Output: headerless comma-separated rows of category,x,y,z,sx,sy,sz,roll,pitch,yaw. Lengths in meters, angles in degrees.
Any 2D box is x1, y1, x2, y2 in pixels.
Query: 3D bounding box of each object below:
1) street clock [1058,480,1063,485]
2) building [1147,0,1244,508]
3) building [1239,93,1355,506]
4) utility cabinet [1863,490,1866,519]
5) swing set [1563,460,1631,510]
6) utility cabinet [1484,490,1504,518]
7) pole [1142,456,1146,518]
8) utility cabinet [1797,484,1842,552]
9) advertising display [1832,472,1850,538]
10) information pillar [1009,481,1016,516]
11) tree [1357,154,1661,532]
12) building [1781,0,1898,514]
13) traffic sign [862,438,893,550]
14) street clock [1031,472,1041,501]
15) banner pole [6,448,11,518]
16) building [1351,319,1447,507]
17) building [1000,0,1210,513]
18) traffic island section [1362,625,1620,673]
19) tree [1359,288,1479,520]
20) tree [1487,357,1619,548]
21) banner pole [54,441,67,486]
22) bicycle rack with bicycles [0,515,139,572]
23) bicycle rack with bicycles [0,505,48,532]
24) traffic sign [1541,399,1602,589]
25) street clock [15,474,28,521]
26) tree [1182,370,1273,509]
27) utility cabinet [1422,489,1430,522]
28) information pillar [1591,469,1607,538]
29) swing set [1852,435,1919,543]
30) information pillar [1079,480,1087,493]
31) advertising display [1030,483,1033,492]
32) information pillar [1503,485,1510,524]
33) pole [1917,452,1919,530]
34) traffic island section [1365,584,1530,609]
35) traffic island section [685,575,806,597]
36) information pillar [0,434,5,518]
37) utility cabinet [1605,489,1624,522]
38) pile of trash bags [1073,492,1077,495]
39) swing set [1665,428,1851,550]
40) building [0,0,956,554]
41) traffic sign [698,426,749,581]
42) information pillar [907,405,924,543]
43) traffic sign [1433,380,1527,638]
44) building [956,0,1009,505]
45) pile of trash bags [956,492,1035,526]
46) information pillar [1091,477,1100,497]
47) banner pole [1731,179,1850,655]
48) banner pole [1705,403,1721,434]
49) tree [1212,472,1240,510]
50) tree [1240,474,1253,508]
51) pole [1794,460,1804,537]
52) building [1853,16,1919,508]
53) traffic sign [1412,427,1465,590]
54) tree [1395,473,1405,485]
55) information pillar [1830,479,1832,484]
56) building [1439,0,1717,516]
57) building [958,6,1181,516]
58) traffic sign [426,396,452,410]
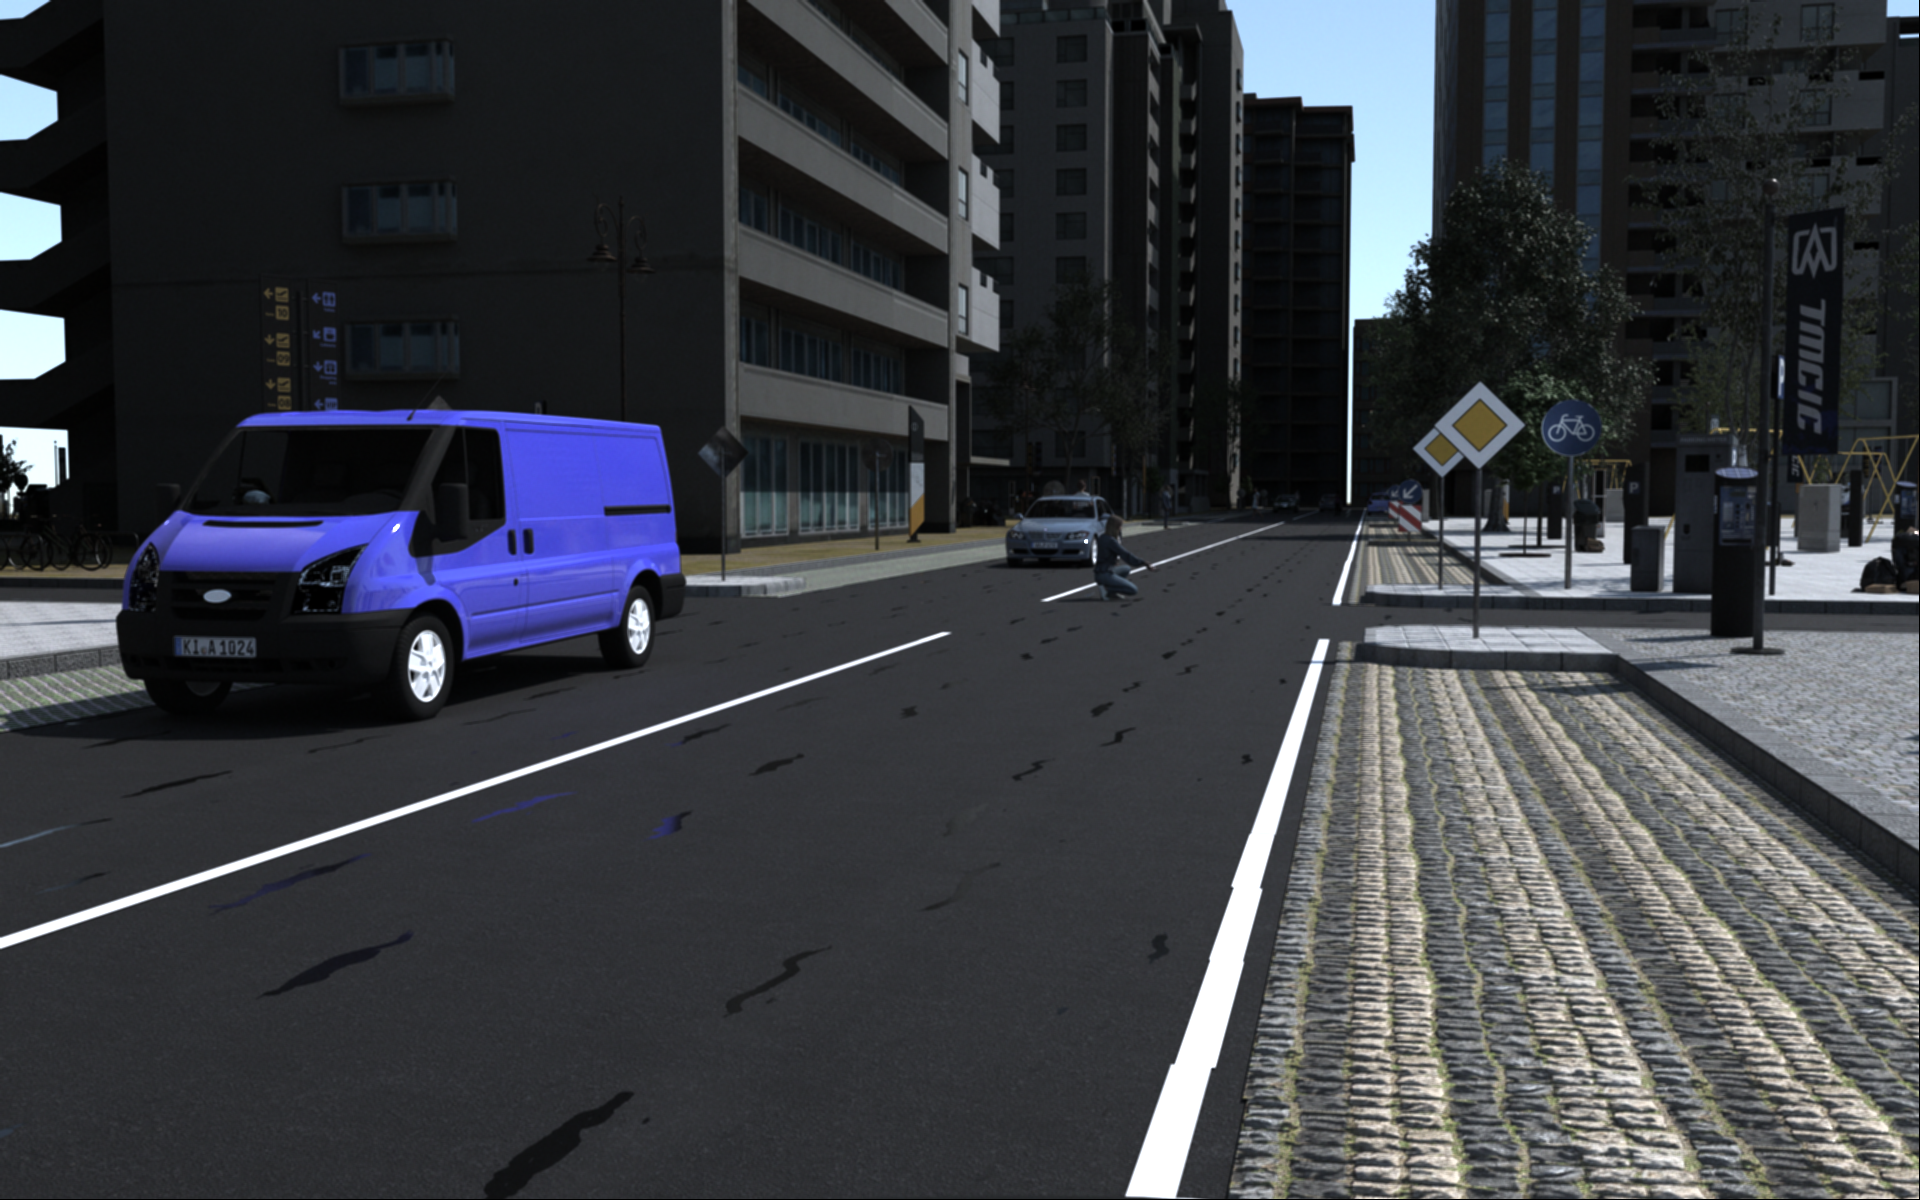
street clock,5.270,-5.311,91.402,0.358,2.002,0.471,1,4,21
building,15.391,-33.084,164.631,21.600,48.544,21.300,1,4,13
building,28.910,-32.919,192.851,28.867,44.769,22.147,1,4,13
utility cabinet,46.084,-4.939,89.425,1.173,1.500,0.318,1,4,20
swing set,29.338,-5.026,79.801,3.119,2.851,2.862,0,4,-7
utility cabinet,28.092,-5.031,90.934,0.318,1.500,1.173,-3,4,-36
pole,9.781,-6.001,91.957,0.158,3.312,0.155,0,3,0
utility cabinet,18.979,-1.810,38.276,0.318,1.500,1.173,0,4,-4
advertising display,25.970,-2.788,50.799,0.974,1.923,0.123,-1,4,-20
information pillar,3.010,-5.806,99.417,0.304,2.012,0.304,1,4,18
tree,18.426,-8.672,58.790,9.611,12.733,9.660,0,3,0
building,48.597,-32.727,124.333,28.713,52.752,27.495,1,4,13
traffic sign,-1.899,-2.414,39.574,0.768,2.556,0.104,1,4,18
street clock,2.544,-3.249,57.683,0.358,2.002,0.471,0,4,2
banner pole,-50.921,-6.275,92.613,0.401,3.779,0.863,-1,4,-22
building,57.772,-21.047,189.159,28.899,21.520,27.650,1,4,13
building,1.815,-26.661,127.786,32.217,40.220,23.993,1,4,13
traffic island section,4.616,0.419,15.432,2.009,0.180,2.903,1,4,13
tree,23.544,-9.773,85.550,9.928,11.665,9.643,0,3,0
tree,13.991,-3.537,41.541,4.285,4.588,4.351,0,3,0
banner pole,-42.255,-5.586,81.342,0.401,3.779,0.863,1,4,15
bicycle rack with bicycles,-15.462,-0.995,29.644,2.925,0.926,2.852,2,4,30
bicycle rack with bicycles,-36.031,-3.117,64.346,2.852,0.926,2.925,-1,4,-10
traffic sign,8.219,-1.421,23.343,0.768,2.556,0.104,1,4,16
street clock,-33.635,-3.518,62.086,0.471,2.002,0.358,2,4,26
tree,22.517,-13.417,145.124,9.928,11.665,9.643,0,3,0
utility cabinet,21.285,-4.316,79.241,0.318,1.500,1.173,1,4,13
information pillar,18.793,-2.836,50.863,0.304,2.012,0.304,2,4,27
swing set,25.232,-3.017,46.943,2.862,2.851,3.119,0,4,-3
information pillar,6.239,-5.118,88.164,0.304,2.012,0.304,-2,4,-28
advertising display,4.079,-5.616,97.037,0.123,1.923,0.974,1,4,15
information pillar,23.226,-5.038,73.719,0.183,3.616,0.504,-1,4,-11
pole,32.767,-3.985,59.001,0.158,3.312,0.155,0,3,0
traffic island section,6.455,-0.056,23.203,2.009,0.180,2.903,1,4,13
traffic island section,-3.511,-0.200,25.558,2.009,0.180,2.903,1,4,13
information pillar,-37.729,-4.698,68.166,0.183,3.616,0.504,-3,5,-42
utility cabinet,29.420,-4.192,77.219,1.173,1.500,0.318,1,4,19
pile of trash bags,4.678,-4.505,83.401,1.912,1.369,3.447,-3,5,-43
swing set,19.173,-2.708,41.902,3.119,2.851,2.862,-2,4,-33
building,-12.918,-25.952,48.025,21.300,48.544,21.600,1,4,13
traffic sign,-3.486,-1.336,25.490,0.795,2.450,0.064,1,4,13
information pillar,-1.166,-3.336,45.895,0.504,3.616,0.183,-3,5,-43
traffic sign,4.591,-0.717,15.360,0.795,2.450,0.064,1,4,13
building,-13.471,-30.102,81.408,28.713,52.752,27.495,1,4,13
pile of trash bags,1.346,-3.650,69.434,3.447,1.369,1.912,0,4,-7
information pillar,5.831,-4.296,74.737,0.304,2.012,0.304,-1,4,-10
banner pole,6.560,-1.447,13.670,0.401,3.779,0.863,-2,4,-31
banner pole,20.635,-3.523,47.612,0.863,3.779,0.401,-3,4,-37
tree,21.119,-8.807,138.596,1.663,3.219,1.824,0,3,0
tree,27.351,-10.391,164.494,1.663,3.219,1.824,0,3,0
pole,24.881,-3.515,51.319,0.158,3.312,0.155,0,3,0
building,81.561,-28.640,151.852,14.086,41.232,14.154,1,4,13
traffic sign,6.430,-1.192,23.131,0.795,2.450,0.064,1,4,13
tree,39.502,-9.723,153.577,1.663,3.219,1.824,0,3,0
information pillar,41.256,-4.727,81.778,0.304,2.012,0.304,0,4,3
building,37.178,-27.875,105.871,14.600,45.320,14.200,1,4,13
building,5.885,-20.543,107.586,14.160,30.474,14.107,1,4,13
traffic sign,-5.326,-0.861,17.719,0.795,2.450,0.064,1,4,13
